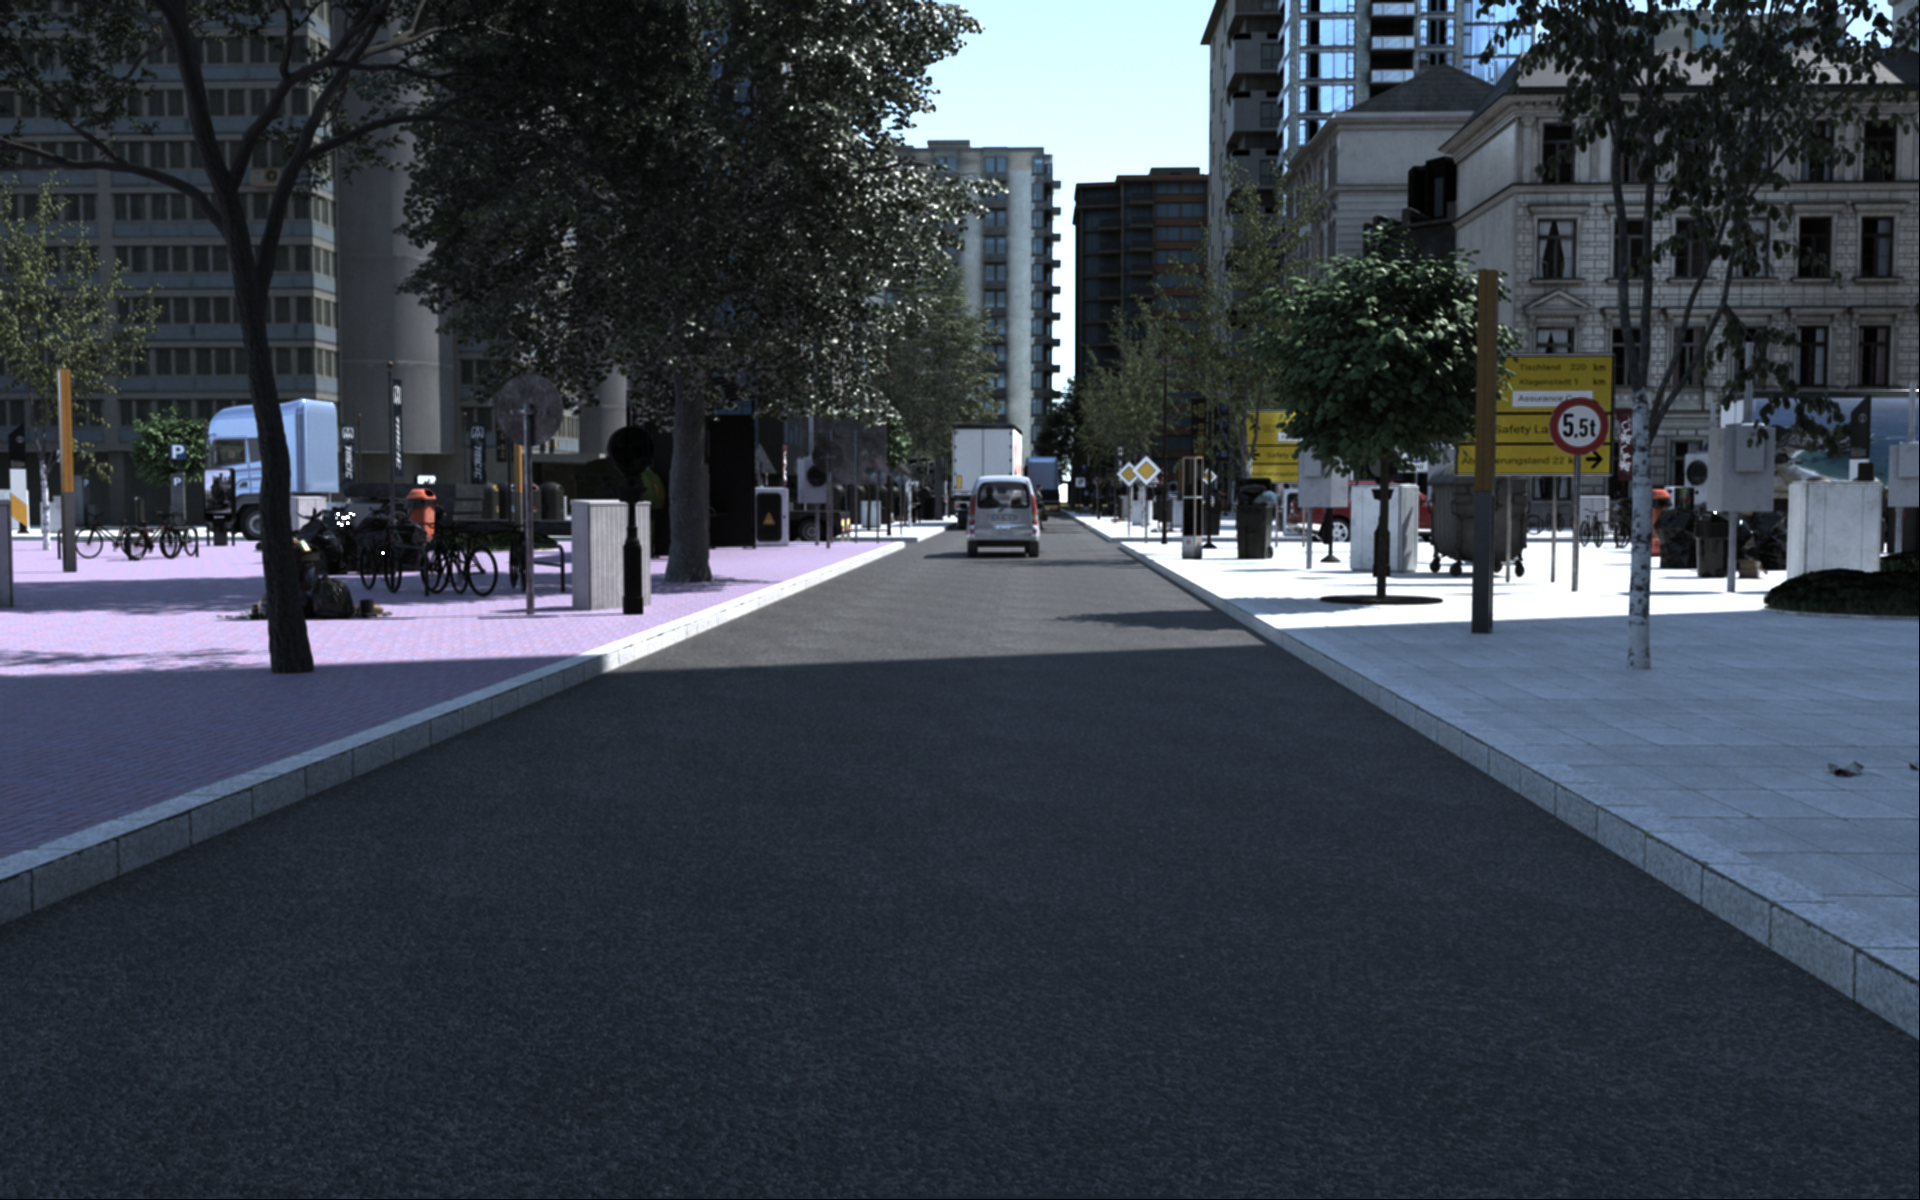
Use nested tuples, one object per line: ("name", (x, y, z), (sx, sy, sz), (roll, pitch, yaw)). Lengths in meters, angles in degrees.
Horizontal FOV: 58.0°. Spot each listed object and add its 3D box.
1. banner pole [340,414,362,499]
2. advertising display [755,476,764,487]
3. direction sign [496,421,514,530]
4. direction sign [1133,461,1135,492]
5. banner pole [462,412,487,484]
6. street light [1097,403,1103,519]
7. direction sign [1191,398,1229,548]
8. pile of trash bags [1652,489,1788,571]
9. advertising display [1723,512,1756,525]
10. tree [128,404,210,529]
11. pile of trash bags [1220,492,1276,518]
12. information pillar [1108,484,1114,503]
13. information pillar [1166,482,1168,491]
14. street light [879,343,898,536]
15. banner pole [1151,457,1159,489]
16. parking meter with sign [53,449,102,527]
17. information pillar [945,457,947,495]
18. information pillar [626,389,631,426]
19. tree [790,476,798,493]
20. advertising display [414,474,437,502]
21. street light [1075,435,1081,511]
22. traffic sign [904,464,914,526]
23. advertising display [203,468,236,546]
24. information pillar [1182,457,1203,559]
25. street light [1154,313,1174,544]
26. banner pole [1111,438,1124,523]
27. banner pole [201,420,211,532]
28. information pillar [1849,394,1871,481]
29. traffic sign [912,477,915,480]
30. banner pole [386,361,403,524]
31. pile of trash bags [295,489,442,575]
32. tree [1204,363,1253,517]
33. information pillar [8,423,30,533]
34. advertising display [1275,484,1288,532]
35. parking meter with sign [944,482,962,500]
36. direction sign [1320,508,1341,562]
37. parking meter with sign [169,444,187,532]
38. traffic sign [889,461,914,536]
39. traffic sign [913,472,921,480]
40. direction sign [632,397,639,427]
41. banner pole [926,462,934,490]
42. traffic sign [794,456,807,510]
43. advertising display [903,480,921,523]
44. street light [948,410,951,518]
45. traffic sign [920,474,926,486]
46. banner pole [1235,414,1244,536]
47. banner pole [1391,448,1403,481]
("banner pole", (-18.968, -3.924, 54.169), (0.401, 3.779, 0.863), (3, 5, 39))
("advertising display", (-7.385, -3.580, 63.741), (0.123, 1.923, 0.974), (1, 4, 9))
("direction sign", (-10.959, -3.066, 42.126), (0.876, 3.537, 0.379), (2, 4, 34))
("direction sign", (10.749, -7.015, 106.684), (0.379, 3.537, 0.876), (1, 4, 17))
("banner pole", (-14.953, -3.864, 53.193), (0.863, 3.779, 0.401), (0, 4, -5))
("street light", (7.041, -7.032, 87.759), (0.468, 5.910, 1.993), (0, 4, 2))
("direction sign", (5.907, -2.997, 40.992), (0.876, 3.537, 0.379), (0, 4, 7))
("pile of trash bags", (13.017, -1.262, 30.382), (1.912, 1.369, 3.447), (-1, 4, -13))
("advertising display", (17.234, -2.046, 38.660), (0.974, 1.923, 0.123), (2, 4, 35))
("tree", (-28.551, -4.842, 62.884), (4.285, 4.588, 4.351), (0, 3, 0))
("pile of trash bags", (15.378, -5.070, 92.654), (3.447, 1.369, 1.912), (1, 4, 19))
("information pillar", (10.929, -7.390, 125.314), (0.304, 2.012, 0.304), (-2, 4, -35))
("information pillar", (12.423, -6.141, 104.900), (0.304, 2.012, 0.304), (0, 4, -7))
("street light", (-2.191, -4.925, 53.311), (0.468, 5.910, 1.993), (0, 4, 2))
("banner pole", (12.692, -7.487, 112.435), (0.863, 3.779, 0.401), (-2, 4, -32))
("parking meter with sign", (-33.991, -4.316, 66.819), (1.738, 3.016, 0.543), (1, 4, 13))
("information pillar", (-0.900, -7.236, 109.662), (0.183, 3.616, 0.504), (0, 4, 3))
("information pillar", (-7.364, -2.886, 38.547), (0.183, 3.616, 0.504), (-1, 4, -10))
("tree", (-10.869, -7.554, 118.115), (1.663, 3.219, 1.824), (0, 3, 0))
("advertising display", (-17.270, -3.107, 56.018), (0.123, 1.923, 0.974), (1, 4, 22))
("street light", (8.672, -9.432, 126.997), (0.468, 5.910, 1.993), (0, 4, 2))
("traffic sign", (-2.241, -4.311, 70.598), (0.768, 2.556, 0.104), (0, 4, 4))
("advertising display", (-18.392, -2.313, 43.030), (0.974, 1.923, 0.123), (2, 4, 24))
("information pillar", (4.598, -1.821, 34.257), (0.304, 2.012, 0.304), (3, 4, 37))
("street light", (5.242, -4.372, 44.263), (0.468, 5.910, 1.993), (0, 4, 2))
("banner pole", (6.983, -5.286, 76.437), (0.401, 3.779, 0.863), (3, 4, 38))
("banner pole", (-25.488, -4.218, 58.988), (0.401, 3.779, 0.863), (1, 4, 22))
("information pillar", (21.216, -3.027, 40.850), (0.183, 3.616, 0.504), (-1, 4, -22))
("traffic sign", (-2.681, -5.515, 90.175), (0.884, 2.594, 0.081), (0, 4, 7))
("banner pole", (-10.745, -2.628, 32.982), (0.401, 3.779, 0.863), (0, 4, 2))
("pile of trash bags", (-9.677, -1.172, 28.908), (1.912, 1.369, 3.447), (1, 4, 10))
("tree", (15.280, -8.966, 96.950), (4.360, 8.622, 3.978), (0, 3, 0))
("information pillar", (-30.839, -3.998, 56.729), (0.504, 3.616, 0.183), (-3, 5, -41))
("advertising display", (10.961, -3.297, 59.115), (0.123, 1.923, 0.974), (-1, 4, -8))
("parking meter with sign", (-0.681, -7.017, 110.989), (1.738, 3.016, 0.543), (1, 4, 13))
("direction sign", (6.987, -2.481, 32.564), (0.876, 3.537, 0.379), (-3, 5, -45))
("parking meter with sign", (-26.890, -3.868, 59.505), (0.543, 3.016, 1.738), (-1, 4, -21))
("traffic sign", (-1.800, -3.017, 52.971), (0.795, 2.450, 0.064), (0, 4, 2))
("traffic sign", (-2.584, -6.050, 99.023), (0.768, 2.556, 0.104), (1, 4, 12))
("direction sign", (-6.772, -2.822, 38.136), (0.876, 3.537, 0.379), (0, 4, 2))
("banner pole", (-2.154, -8.095, 122.367), (0.863, 3.779, 0.401), (3, 5, 39))
("traffic sign", (-5.024, -3.433, 56.232), (0.768, 2.556, 0.104), (0, 4, 7))
("advertising display", (-2.126, -4.380, 76.830), (0.974, 1.923, 0.123), (-3, 5, -41))
("street light", (-0.585, -7.342, 92.823), (0.468, 5.910, 1.993), (0, 4, 2))
("traffic sign", (-2.467, -6.645, 108.759), (0.768, 2.556, 0.104), (0, 4, 5))
("banner pole", (8.529, -3.814, 52.369), (0.401, 3.779, 0.863), (1, 4, 9))
("banner pole", (9.734, -2.993, 38.959), (0.401, 3.779, 0.863), (-1, 4, -21))
